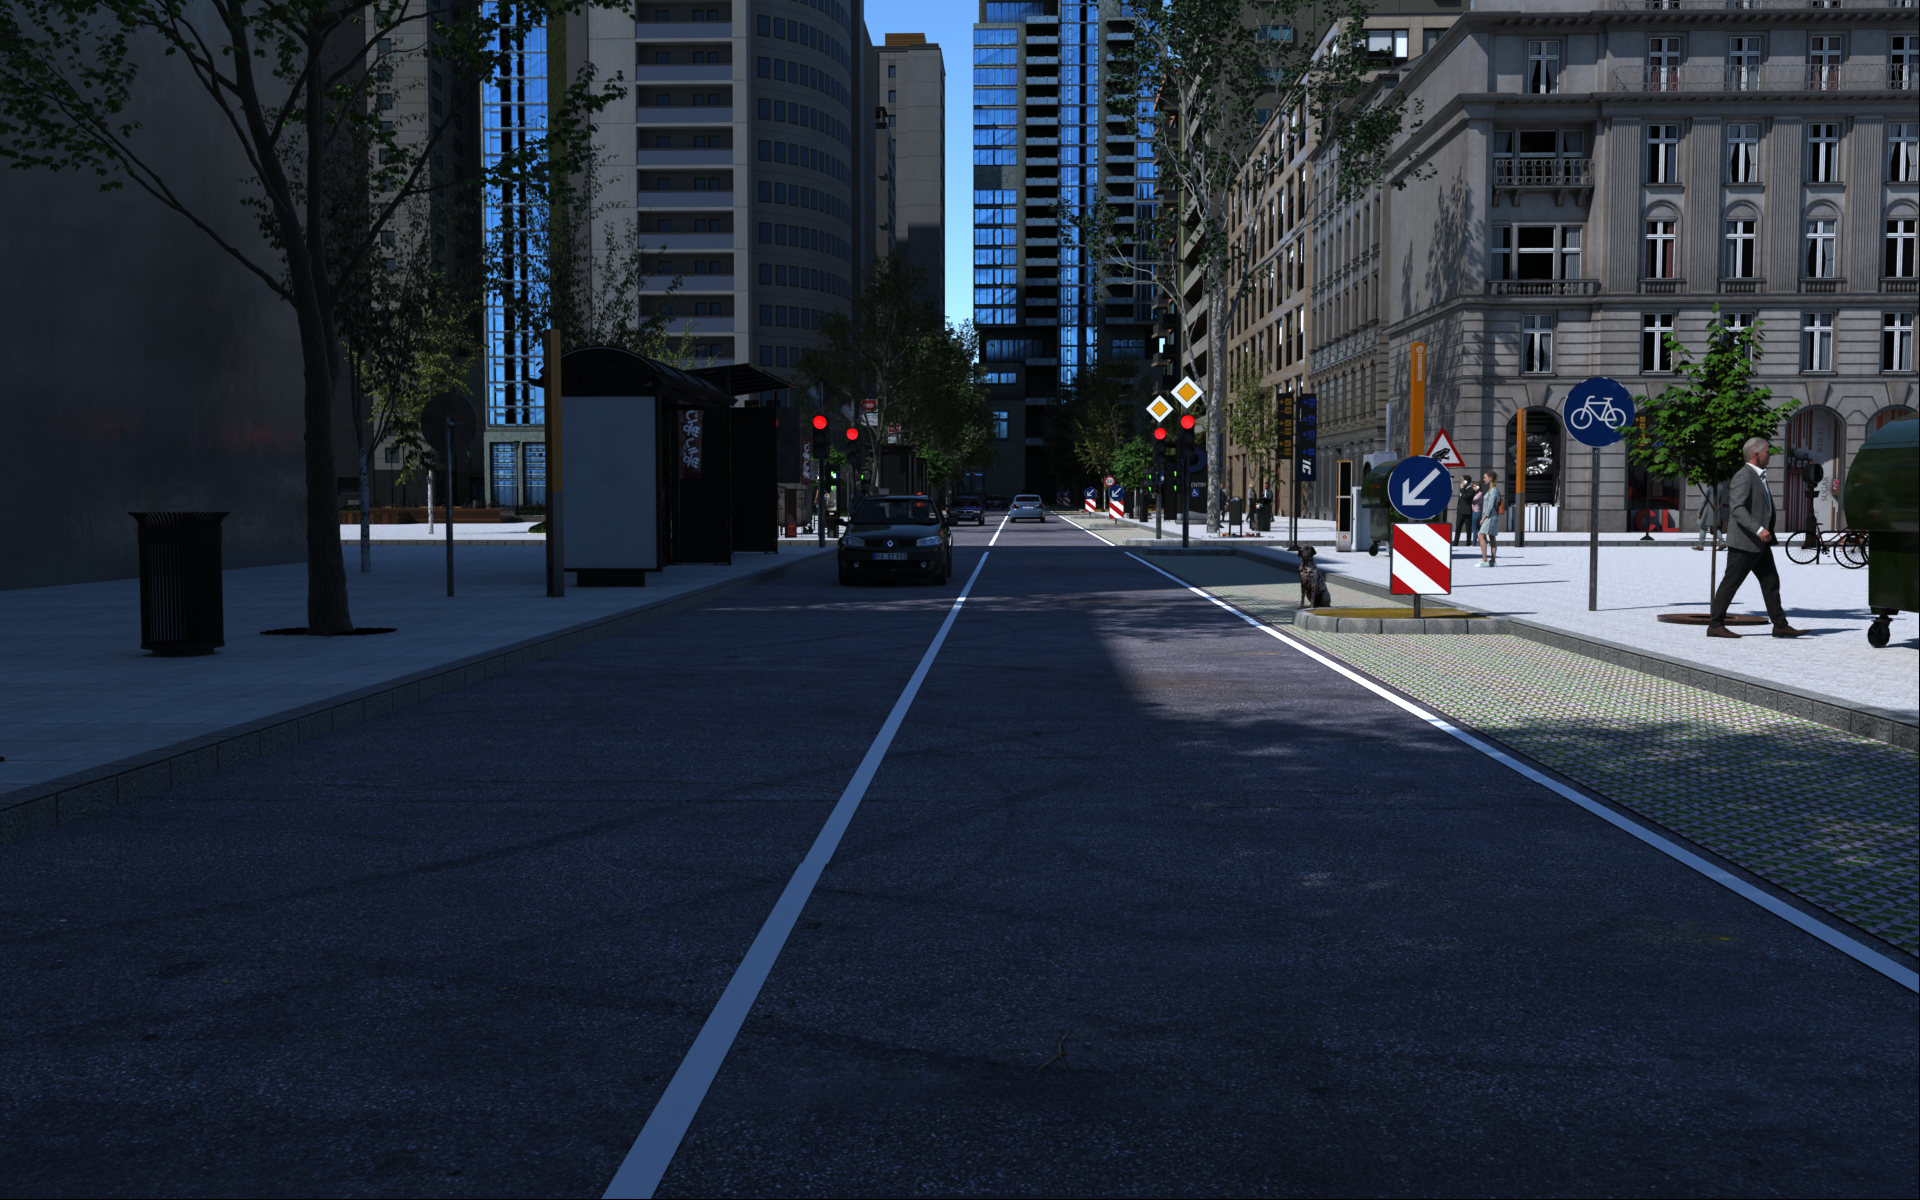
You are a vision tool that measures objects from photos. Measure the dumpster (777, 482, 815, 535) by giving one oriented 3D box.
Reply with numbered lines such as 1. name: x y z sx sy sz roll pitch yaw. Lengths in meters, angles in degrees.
1. dumpster: -5.384 -3.043 55.519 1.264 1.857 1.865 0 4 2

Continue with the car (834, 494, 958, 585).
1. car: -1.021 -1.145 28.509 2.009 1.686 4.222 0 4 1

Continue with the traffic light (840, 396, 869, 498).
1. traffic light: -3.024 -3.702 49.447 0.839 4.253 0.868 0 4 2

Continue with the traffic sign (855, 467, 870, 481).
1. traffic sign: -4.609 -4.979 81.514 0.768 2.556 0.104 0 4 4

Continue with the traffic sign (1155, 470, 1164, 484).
1. traffic sign: 10.382 -5.523 90.407 0.768 2.556 0.104 0 4 3

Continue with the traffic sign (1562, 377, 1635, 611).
1. traffic sign: 6.952 -1.153 18.950 0.768 2.556 0.104 0 4 5

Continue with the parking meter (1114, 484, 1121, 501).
1. parking meter: 9.234 -5.859 101.500 0.255 1.863 0.399 -2 4 -29

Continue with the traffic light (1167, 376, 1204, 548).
1. traffic light: 5.359 -3.197 41.187 0.839 4.253 0.868 0 4 2

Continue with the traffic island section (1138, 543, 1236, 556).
1. traffic island section: 5.399 -1.163 41.299 2.009 0.180 2.903 0 4 2

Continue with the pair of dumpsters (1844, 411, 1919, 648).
1. pair of dumpsters: 8.128 -0.604 12.363 1.574 2.255 4.437 0 4 2

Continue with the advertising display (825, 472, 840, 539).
1. advertising display: -3.690 -2.757 50.289 0.123 1.923 0.974 -2 4 -23

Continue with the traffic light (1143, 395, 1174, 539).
1. traffic light: 5.633 -3.685 49.167 0.839 4.253 0.868 0 4 2

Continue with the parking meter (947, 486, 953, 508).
1. parking meter: -0.685 -7.061 121.162 0.399 1.863 0.255 1 4 17

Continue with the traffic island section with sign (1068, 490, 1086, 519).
1. traffic island section with sign: 7.451 -5.638 100.803 1.989 1.847 2.006 0 4 2

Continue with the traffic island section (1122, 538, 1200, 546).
1. traffic island section: 5.673 -1.651 49.280 2.009 0.180 2.903 0 4 2

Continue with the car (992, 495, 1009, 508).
1. car: 4.236 -10.489 184.073 1.945 1.354 3.894 0 4 2

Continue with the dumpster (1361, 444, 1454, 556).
1. dumpster: 9.009 -1.981 34.888 1.502 2.255 1.985 0 4 2

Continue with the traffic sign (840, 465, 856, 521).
1. traffic sign: -4.860 -4.606 75.409 0.768 2.556 0.104 0 4 2

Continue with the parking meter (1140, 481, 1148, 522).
1. parking meter: 8.342 -4.457 78.589 0.255 1.863 0.399 -1 4 -21

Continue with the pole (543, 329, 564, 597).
1. pole: -5.054 -1.694 21.544 0.158 3.312 0.155 0 3 0

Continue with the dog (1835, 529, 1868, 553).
1. dog: 19.633 -1.303 38.131 0.540 0.507 0.406 0 4 -6

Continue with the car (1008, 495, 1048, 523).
1. car: 3.404 -4.583 86.934 2.014 1.417 4.499 0 4 2

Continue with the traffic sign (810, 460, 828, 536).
1. traffic sign: -4.288 -3.086 52.590 0.606 2.300 0.079 0 4 4

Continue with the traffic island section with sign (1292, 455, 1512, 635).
1. traffic island section with sign: 4.629 -0.604 18.503 1.989 1.847 2.006 0 4 2

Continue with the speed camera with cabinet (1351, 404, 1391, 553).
1. speed camera with cabinet: 9.129 -2.710 38.648 0.660 3.252 2.038 0 4 -5

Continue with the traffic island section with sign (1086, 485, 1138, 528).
1. traffic island section with sign: 6.518 -3.990 73.864 1.989 1.847 2.006 0 4 2

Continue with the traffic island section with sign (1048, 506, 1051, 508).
1. traffic island section with sign: 10.125 -10.396 178.602 1.989 1.847 2.006 0 4 2

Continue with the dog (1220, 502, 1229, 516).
1. dog: 15.676 -5.391 102.515 0.513 0.831 0.800 1 4 11

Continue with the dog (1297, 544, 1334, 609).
1. dog: 4.498 -0.281 21.435 0.800 0.831 0.513 0 4 -7

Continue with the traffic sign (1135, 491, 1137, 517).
1. traffic sign: 10.011 -6.021 98.449 0.884 2.594 0.081 1 4 12

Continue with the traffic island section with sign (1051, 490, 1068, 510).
1. traffic island section with sign: 9.185 -8.729 151.348 1.989 1.847 2.006 0 4 2

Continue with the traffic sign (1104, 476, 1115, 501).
1. traffic sign: 10.377 -7.342 120.151 0.768 2.556 0.104 1 4 9

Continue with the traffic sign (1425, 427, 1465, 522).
1. traffic sign: 9.395 -2.068 33.811 0.884 2.594 0.081 0 4 5

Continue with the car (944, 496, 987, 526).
1. car: 0.266 -4.084 79.351 1.945 1.354 3.894 0 4 1

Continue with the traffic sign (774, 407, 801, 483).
1. traffic sign: -4.866 -2.868 40.770 2.265 3.308 0.079 1 4 8

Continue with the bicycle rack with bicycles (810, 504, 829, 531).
1. bicycle rack with bicycles: -4.366 -2.949 61.594 2.852 0.926 2.925 0 4 2

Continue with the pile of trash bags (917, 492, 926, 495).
1. pile of trash bags: -2.888 -4.916 90.125 1.912 1.369 3.447 3 4 36

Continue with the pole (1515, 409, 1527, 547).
1. pole: 13.481 -2.923 41.634 0.158 3.312 0.155 0 3 0

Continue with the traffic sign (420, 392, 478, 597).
1. traffic sign: -6.385 -1.317 21.631 0.768 2.556 0.104 1 4 10

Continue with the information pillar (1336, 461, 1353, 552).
1. information pillar: 8.468 -2.060 38.179 0.304 2.012 0.304 0 4 4

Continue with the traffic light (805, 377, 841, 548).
1. traffic light: -3.297 -3.214 41.467 0.839 4.253 0.868 0 4 2

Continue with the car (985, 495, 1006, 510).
1. car: 3.297 -9.100 161.370 1.945 1.354 3.894 0 4 2

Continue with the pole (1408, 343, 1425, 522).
1. pole: 6.177 -1.811 23.448 0.158 3.312 0.155 0 3 0

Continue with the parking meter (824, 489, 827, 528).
1. parking meter: -5.018 -3.498 65.600 0.372 1.533 0.369 0 3 0
